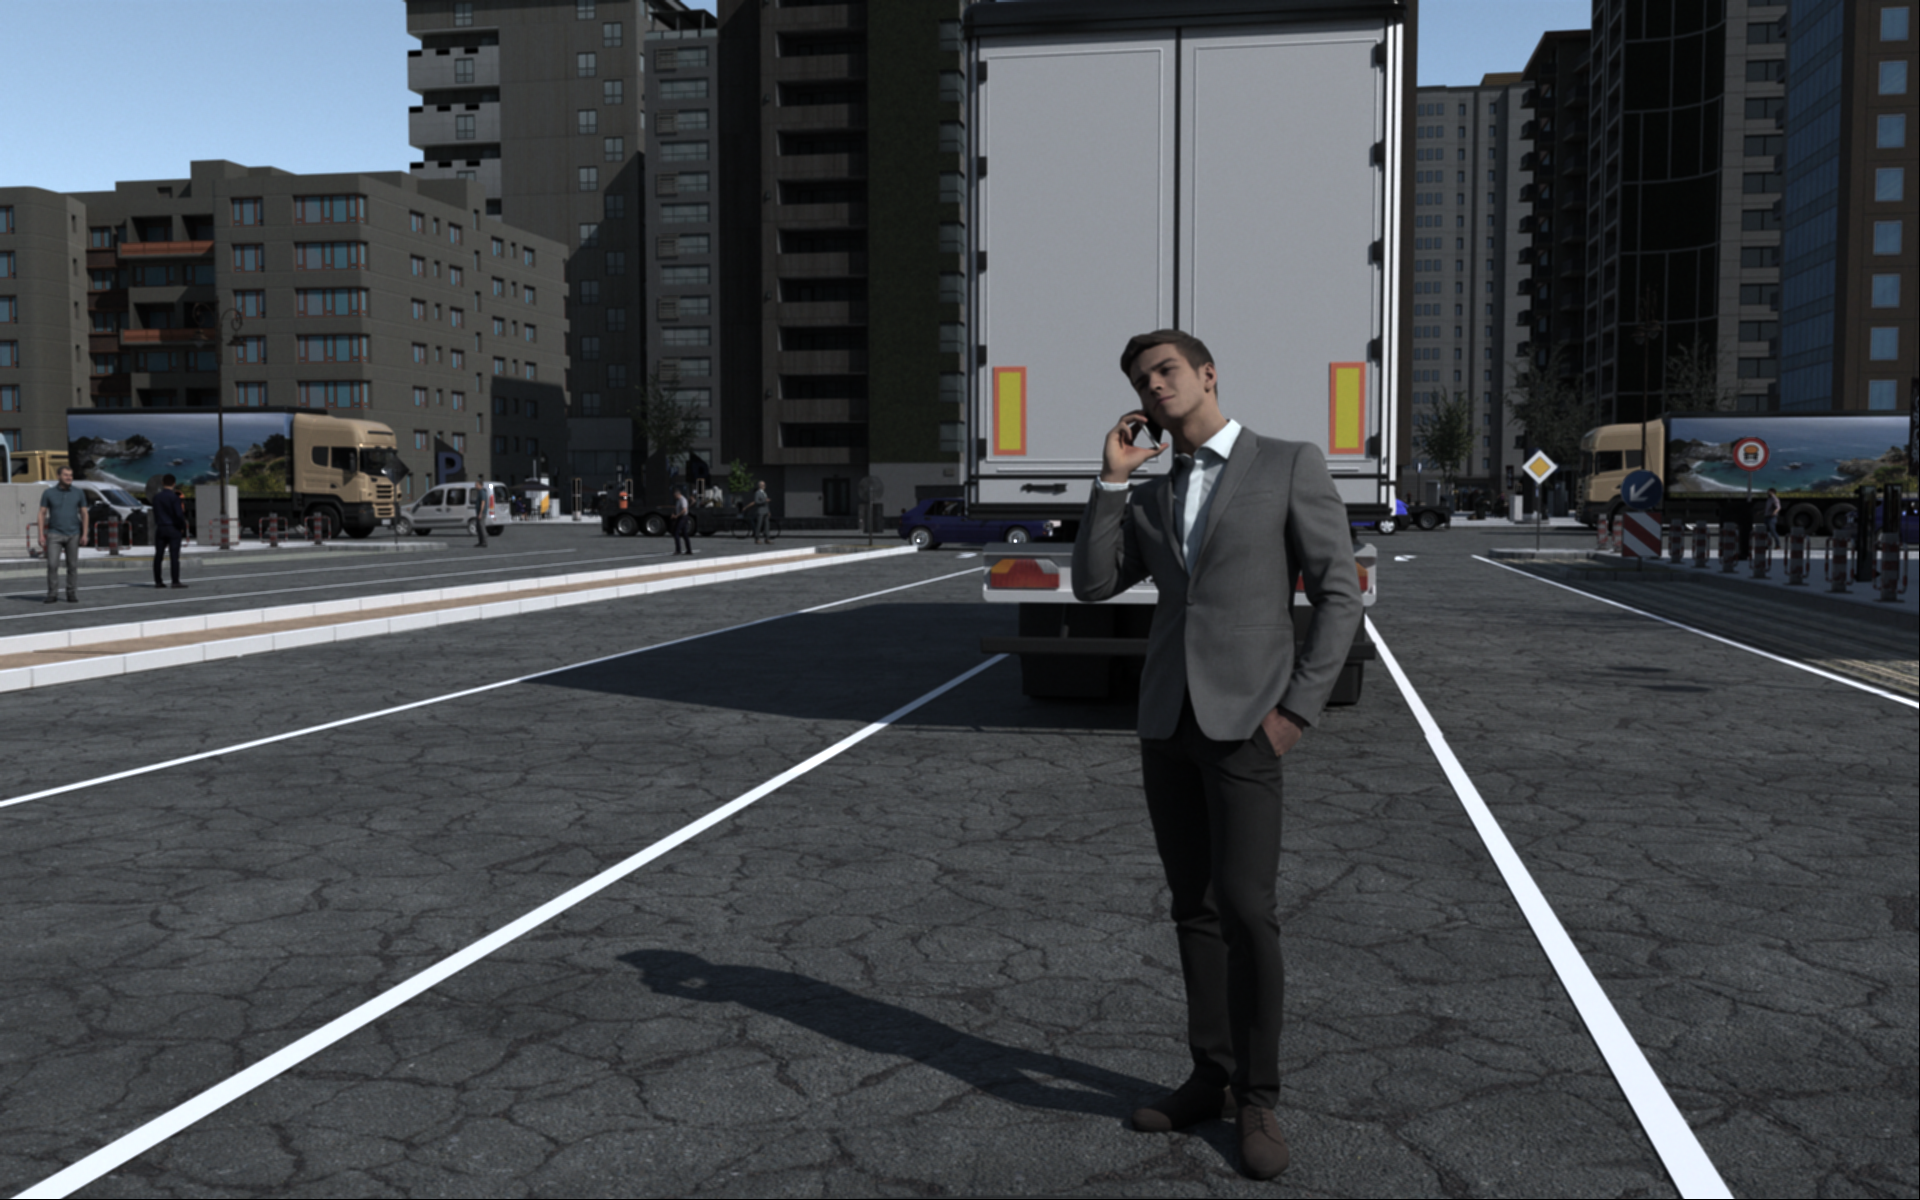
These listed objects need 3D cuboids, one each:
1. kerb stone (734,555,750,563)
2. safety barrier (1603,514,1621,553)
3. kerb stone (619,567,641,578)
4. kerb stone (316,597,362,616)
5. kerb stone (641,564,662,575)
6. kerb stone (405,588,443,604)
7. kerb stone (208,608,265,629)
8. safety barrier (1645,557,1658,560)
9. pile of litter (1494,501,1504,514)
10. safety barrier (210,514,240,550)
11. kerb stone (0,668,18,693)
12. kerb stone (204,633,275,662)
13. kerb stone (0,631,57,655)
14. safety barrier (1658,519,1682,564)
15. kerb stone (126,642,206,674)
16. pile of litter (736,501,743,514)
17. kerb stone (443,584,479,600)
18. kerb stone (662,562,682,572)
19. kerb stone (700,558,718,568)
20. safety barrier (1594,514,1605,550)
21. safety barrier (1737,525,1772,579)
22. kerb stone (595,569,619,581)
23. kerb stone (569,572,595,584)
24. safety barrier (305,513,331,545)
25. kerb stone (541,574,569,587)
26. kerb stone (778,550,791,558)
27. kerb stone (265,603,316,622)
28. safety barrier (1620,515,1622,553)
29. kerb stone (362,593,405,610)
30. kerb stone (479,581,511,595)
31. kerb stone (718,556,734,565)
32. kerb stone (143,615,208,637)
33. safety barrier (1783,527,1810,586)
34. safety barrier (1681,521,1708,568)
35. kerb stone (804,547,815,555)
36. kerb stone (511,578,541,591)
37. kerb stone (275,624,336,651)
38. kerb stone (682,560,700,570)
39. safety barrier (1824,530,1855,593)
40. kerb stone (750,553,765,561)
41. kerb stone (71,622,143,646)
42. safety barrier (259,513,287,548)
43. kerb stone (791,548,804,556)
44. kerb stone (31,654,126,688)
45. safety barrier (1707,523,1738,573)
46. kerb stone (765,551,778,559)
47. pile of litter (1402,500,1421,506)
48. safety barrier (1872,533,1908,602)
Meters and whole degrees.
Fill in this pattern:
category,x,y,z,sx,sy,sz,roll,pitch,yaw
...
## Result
category,x,y,z,sx,sy,sz,roll,pitch,yaw
kerb stone,-4.628,-0.833,35.925,0.120,0.150,1.000,1,4,11
safety barrier,14.273,-1.424,37.564,0.300,0.817,1.120,1,4,11
kerb stone,-5.780,-0.465,29.860,0.120,0.150,1.000,1,4,11
kerb stone,-7.511,0.091,20.753,0.120,0.150,1.000,1,4,11
kerb stone,-5.593,-0.526,30.872,0.120,0.150,1.000,1,4,11
kerb stone,-7.126,-0.035,22.776,0.120,0.150,1.000,1,4,11
kerb stone,-7.897,0.212,18.736,0.120,0.150,1.000,1,4,11
safety barrier,13.561,-1.194,33.797,0.300,0.817,1.120,1,4,11
pile of litter,35.059,-6.003,112.115,1.176,0.858,1.719,2,4,34
safety barrier,-16.840,-1.554,39.687,0.300,0.817,1.120,1,4,11
kerb stone,-6.992,0.608,12.261,0.120,0.150,1.000,1,4,11
kerb stone,-6.414,0.422,15.295,0.120,0.150,1.000,1,4,11
kerb stone,-8.474,0.398,15.683,0.120,0.150,1.000,1,4,11
safety barrier,13.195,-1.078,31.906,0.300,0.817,1.120,1,4,11
kerb stone,-6.603,0.488,14.283,0.120,0.150,1.000,1,4,11
pile of litter,-13.861,-5.865,109.859,1.719,0.858,1.176,-1,4,-9
kerb stone,-6.928,-0.097,23.783,0.120,0.150,1.000,1,4,11
kerb stone,-5.394,-0.592,31.879,0.120,0.150,1.000,1,4,11
kerb stone,-5.012,-0.716,33.902,0.120,0.150,1.000,1,4,11
safety barrier,14.630,-1.540,39.447,0.300,0.817,1.120,1,4,11
safety barrier,12.119,-0.731,26.233,0.300,0.817,1.120,1,4,11
kerb stone,-5.976,-0.401,28.842,0.120,0.150,1.000,1,4,11
kerb stone,-6.160,-0.344,27.825,0.120,0.150,1.000,1,4,11
safety barrier,-16.118,-1.786,43.471,0.300,0.817,1.120,1,4,11
kerb stone,-6.358,-0.278,26.818,0.120,0.150,1.000,1,4,11
kerb stone,-4.046,-1.025,38.949,0.120,0.150,1.000,1,4,11
kerb stone,-7.702,0.150,19.744,0.120,0.150,1.000,1,4,11
safety barrier,13.917,-1.309,35.681,0.300,0.817,1.120,1,4,11
kerb stone,-7.316,0.026,21.766,0.120,0.150,1.000,1,4,11
kerb stone,-6.748,-0.157,24.798,0.120,0.150,1.000,1,4,11
kerb stone,-4.812,-0.778,34.912,0.120,0.150,1.000,1,4,11
kerb stone,-8.083,0.274,17.717,0.120,0.150,1.000,1,4,11
safety barrier,11.760,-0.616,24.340,0.300,0.817,1.120,1,4,11
safety barrier,12.839,-0.963,30.014,0.300,0.817,1.120,1,4,11
kerb stone,-3.667,-1.146,40.968,0.120,0.150,1.000,1,4,11
kerb stone,-6.553,-0.220,25.805,0.120,0.150,1.000,1,4,11
kerb stone,-6.221,0.360,16.304,0.120,0.150,1.000,1,4,11
kerb stone,-5.210,-0.654,32.889,0.120,0.150,1.000,1,4,11
safety barrier,11.405,-0.500,22.457,0.300,0.817,1.120,1,4,11
kerb stone,-4.428,-0.895,36.932,0.120,0.150,1.000,1,4,11
kerb stone,-8.288,0.336,16.711,0.120,0.150,1.000,1,4,11
safety barrier,-16.478,-1.670,41.577,0.300,0.817,1.120,1,4,11
kerb stone,-3.860,-1.086,39.959,0.120,0.150,1.000,1,4,11
kerb stone,-6.795,0.546,13.272,0.120,0.150,1.000,1,4,11
safety barrier,12.480,-0.847,28.119,0.300,0.817,1.120,1,4,11
kerb stone,-4.239,-0.963,37.941,0.120,0.150,1.000,1,4,11
pile of litter,34.225,-7.111,130.237,1.176,0.858,1.719,0,4,-5
safety barrier,11.044,-0.385,20.574,0.300,0.817,1.120,1,4,11
